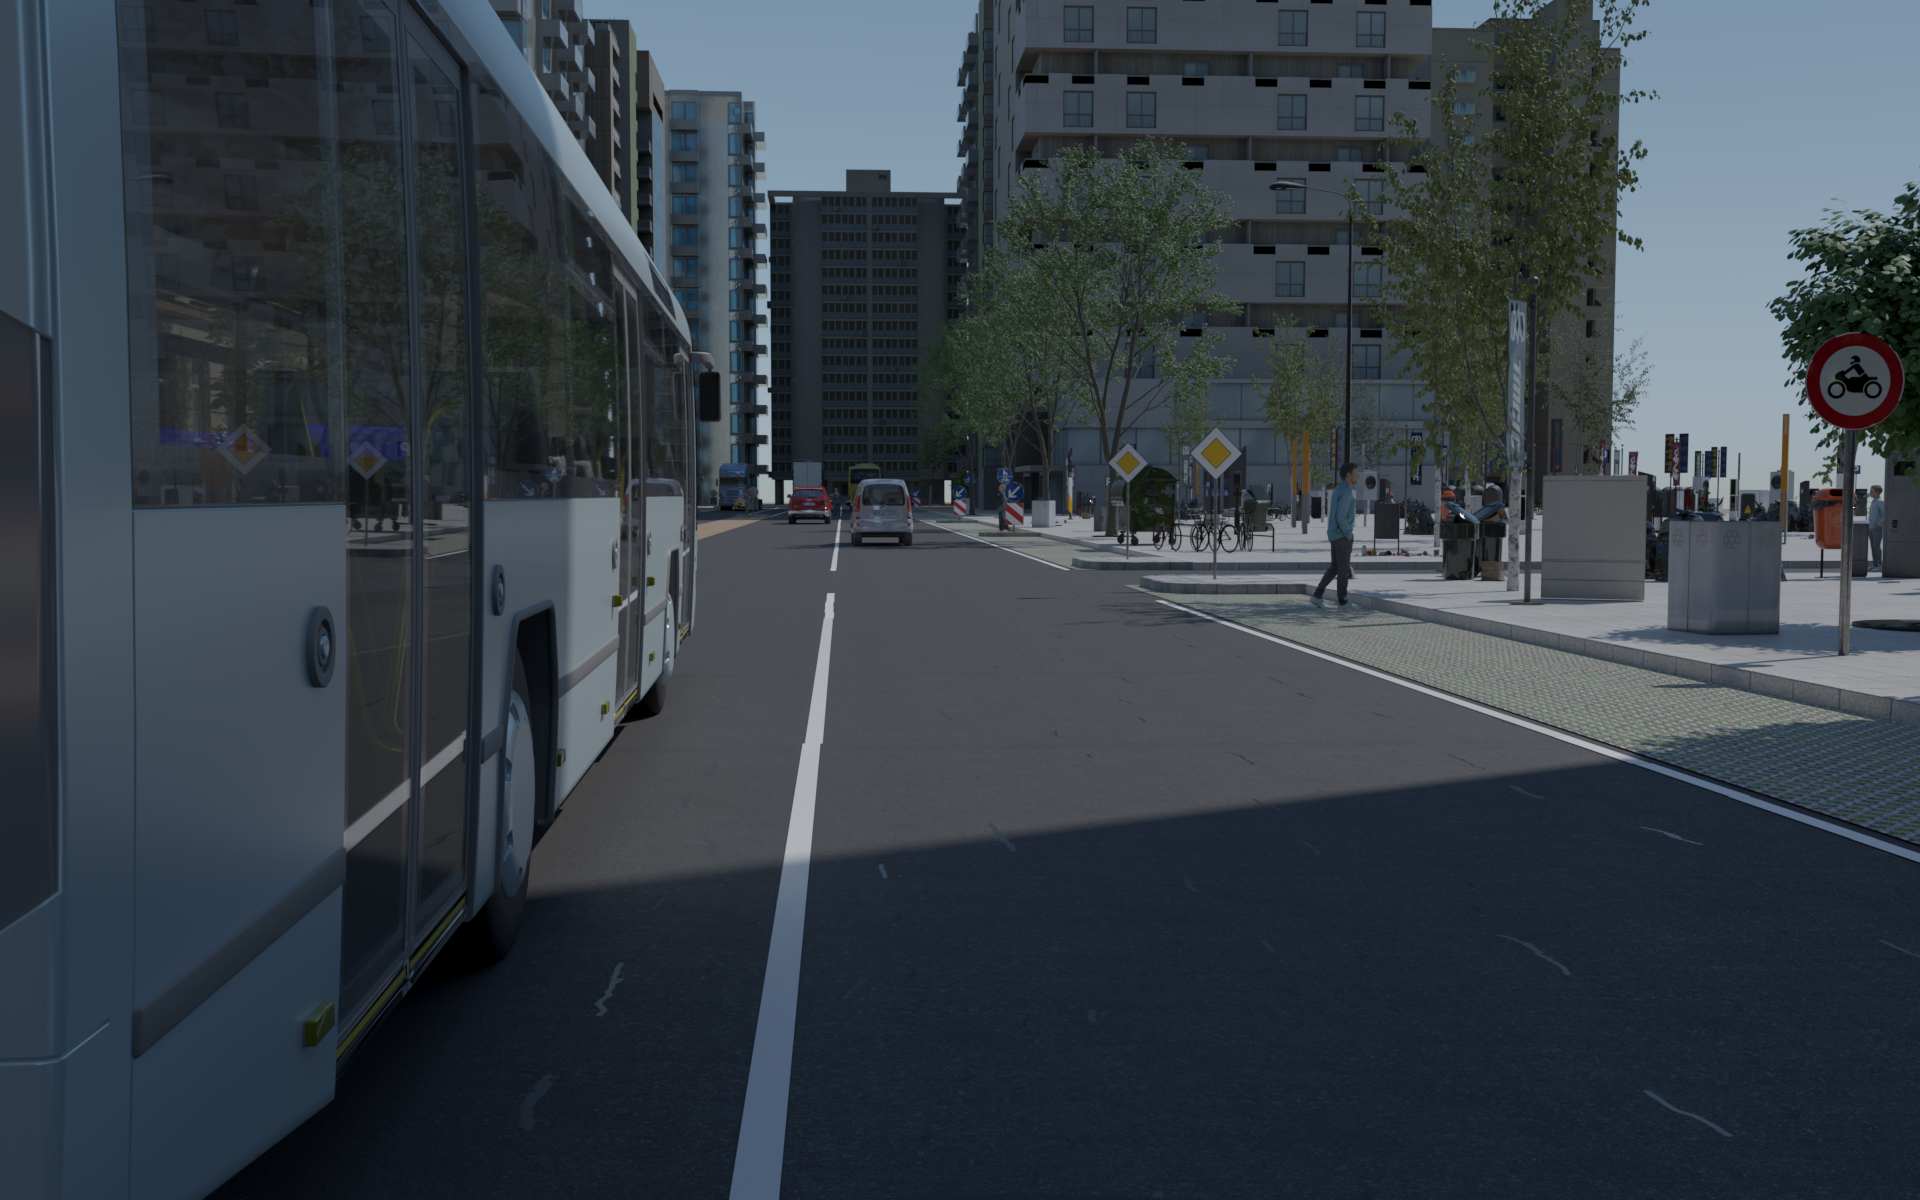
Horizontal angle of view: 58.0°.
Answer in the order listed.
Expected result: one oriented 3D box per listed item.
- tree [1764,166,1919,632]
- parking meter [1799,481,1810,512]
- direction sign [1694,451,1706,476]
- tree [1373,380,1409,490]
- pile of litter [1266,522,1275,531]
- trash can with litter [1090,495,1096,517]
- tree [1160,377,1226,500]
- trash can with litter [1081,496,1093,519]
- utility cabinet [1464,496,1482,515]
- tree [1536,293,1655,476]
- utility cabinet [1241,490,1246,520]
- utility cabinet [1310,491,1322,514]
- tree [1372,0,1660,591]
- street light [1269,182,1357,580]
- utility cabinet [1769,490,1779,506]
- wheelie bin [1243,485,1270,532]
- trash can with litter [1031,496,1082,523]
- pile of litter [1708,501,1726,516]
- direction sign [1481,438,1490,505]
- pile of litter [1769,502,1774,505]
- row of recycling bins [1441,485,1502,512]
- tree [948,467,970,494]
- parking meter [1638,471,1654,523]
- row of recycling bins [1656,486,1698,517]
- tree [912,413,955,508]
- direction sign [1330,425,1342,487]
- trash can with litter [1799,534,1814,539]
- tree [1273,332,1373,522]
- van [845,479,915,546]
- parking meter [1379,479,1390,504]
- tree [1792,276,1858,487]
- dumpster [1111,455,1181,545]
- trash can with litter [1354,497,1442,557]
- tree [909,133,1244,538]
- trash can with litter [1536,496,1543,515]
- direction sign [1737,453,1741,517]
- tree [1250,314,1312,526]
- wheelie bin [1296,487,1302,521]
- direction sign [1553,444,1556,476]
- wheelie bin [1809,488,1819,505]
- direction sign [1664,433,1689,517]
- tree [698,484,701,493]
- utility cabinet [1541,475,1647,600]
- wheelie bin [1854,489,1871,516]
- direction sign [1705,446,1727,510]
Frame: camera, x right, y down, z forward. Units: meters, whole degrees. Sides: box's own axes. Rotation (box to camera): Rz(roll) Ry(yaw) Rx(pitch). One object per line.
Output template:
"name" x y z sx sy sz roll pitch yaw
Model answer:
"tree" 9.434 -2.007 16.527 4.285 4.588 4.351 0 3 0
"parking meter" 36.530 -4.235 74.945 0.255 1.863 0.399 0 4 -7
"direction sign" 38.810 -6.028 90.552 0.876 3.537 0.379 0 4 -3
"tree" 25.599 -9.639 107.957 4.360 8.622 3.978 0 3 0
"pile of litter" 10.592 -2.875 60.978 1.719 0.858 1.176 -3 5 -44
"trash can with litter" 7.187 -5.204 96.150 1.678 1.210 2.233 -2 4 -34
"tree" 13.767 -9.350 103.239 4.737 8.622 4.395 0 3 0
"trash can with litter" 6.590 -4.775 89.461 0.624 1.170 1.055 0 4 0
"utility cabinet" 19.394 -3.326 65.540 0.306 1.237 1.020 0 4 -6
"tree" 23.206 -6.943 63.884 4.360 8.622 3.978 0 3 0
"utility cabinet" 14.234 -4.663 84.926 0.318 1.500 1.173 -2 4 -26
"utility cabinet" 22.055 -6.060 107.752 0.318 1.500 1.173 -2 4 -26
"tree" 7.290 -4.437 22.901 4.737 8.622 4.395 0 3 0
"street light" 5.294 -3.268 25.965 1.470 5.913 1.316 0 4 -4
"utility cabinet" 48.801 -5.861 104.502 0.318 1.500 1.173 -2 4 -29
"wheelie bin" 10.001 -3.107 58.711 0.980 1.594 0.693 -3 4 -36
"trash can with litter" 3.994 -3.972 76.007 2.233 1.210 1.678 -1 4 -8
"pile of litter" 44.890 -5.449 103.058 1.176 0.858 1.719 0 4 6
"direction sign" 21.268 -4.779 70.132 0.379 3.537 0.876 3 4 38
"pile of litter" 45.651 -5.057 96.643 1.176 0.858 1.719 1 4 13
"row of recycling bins" 23.866 -4.514 80.909 1.069 1.692 3.534 -2 4 -29
"tree" 0.191 -8.202 128.707 1.663 3.219 1.824 0 3 0
"parking meter" 17.270 -2.319 43.627 0.399 1.863 0.255 1 4 23
"row of recycling bins" 41.019 -5.743 101.011 3.534 1.692 1.069 1 4 12
"tree" -2.609 -12.595 156.282 4.737 8.622 4.395 0 3 0
"direction sign" 12.383 -3.979 57.060 0.379 3.537 0.876 2 4 35
"trash can with litter" 24.902 -2.367 49.755 2.233 1.210 1.678 -1 4 -23
"tree" 16.176 -7.815 78.143 4.360 8.622 3.978 0 3 0
"van" -2.254 -2.583 49.245 2.013 2.044 4.112 0 4 -5
"parking meter" 16.236 -3.701 66.215 0.399 1.863 0.255 -3 5 -41
"tree" 28.355 -6.387 54.796 4.737 8.622 4.395 0 3 0
"dumpster" 4.711 -2.536 43.953 1.502 2.255 1.985 0 4 -4
"trash can with litter" 9.193 -1.515 35.832 2.233 1.210 1.678 2 4 28
"tree" 4.472 -7.672 51.190 9.928 11.665 9.643 0 3 0
"trash can with litter" 35.598 -5.706 104.349 2.233 1.210 1.678 3 4 39
"direction sign" 42.717 -6.301 95.015 0.379 3.537 0.876 2 4 30
"tree" 13.592 -7.324 70.110 4.737 8.622 4.395 0 3 0
"wheelie bin" 16.197 -4.567 82.578 0.693 1.594 0.980 0 4 8
"direction sign" 27.185 -5.338 79.266 0.379 3.537 0.876 1 4 13
"wheelie bin" 46.771 -5.314 94.789 0.980 1.594 0.693 -1 4 -18
"direction sign" 26.791 -4.454 64.820 0.379 3.537 0.876 -3 5 -44
"tree" -27.776 -11.408 181.120 1.663 3.219 1.824 0 3 0
"utility cabinet" 7.659 -0.749 20.932 1.173 1.500 0.318 1 4 22
"wheelie bin" 52.235 -5.654 100.344 0.980 1.594 0.693 1 4 21
"direction sign" 36.152 -5.540 82.582 0.379 3.537 0.876 -2 4 -27
